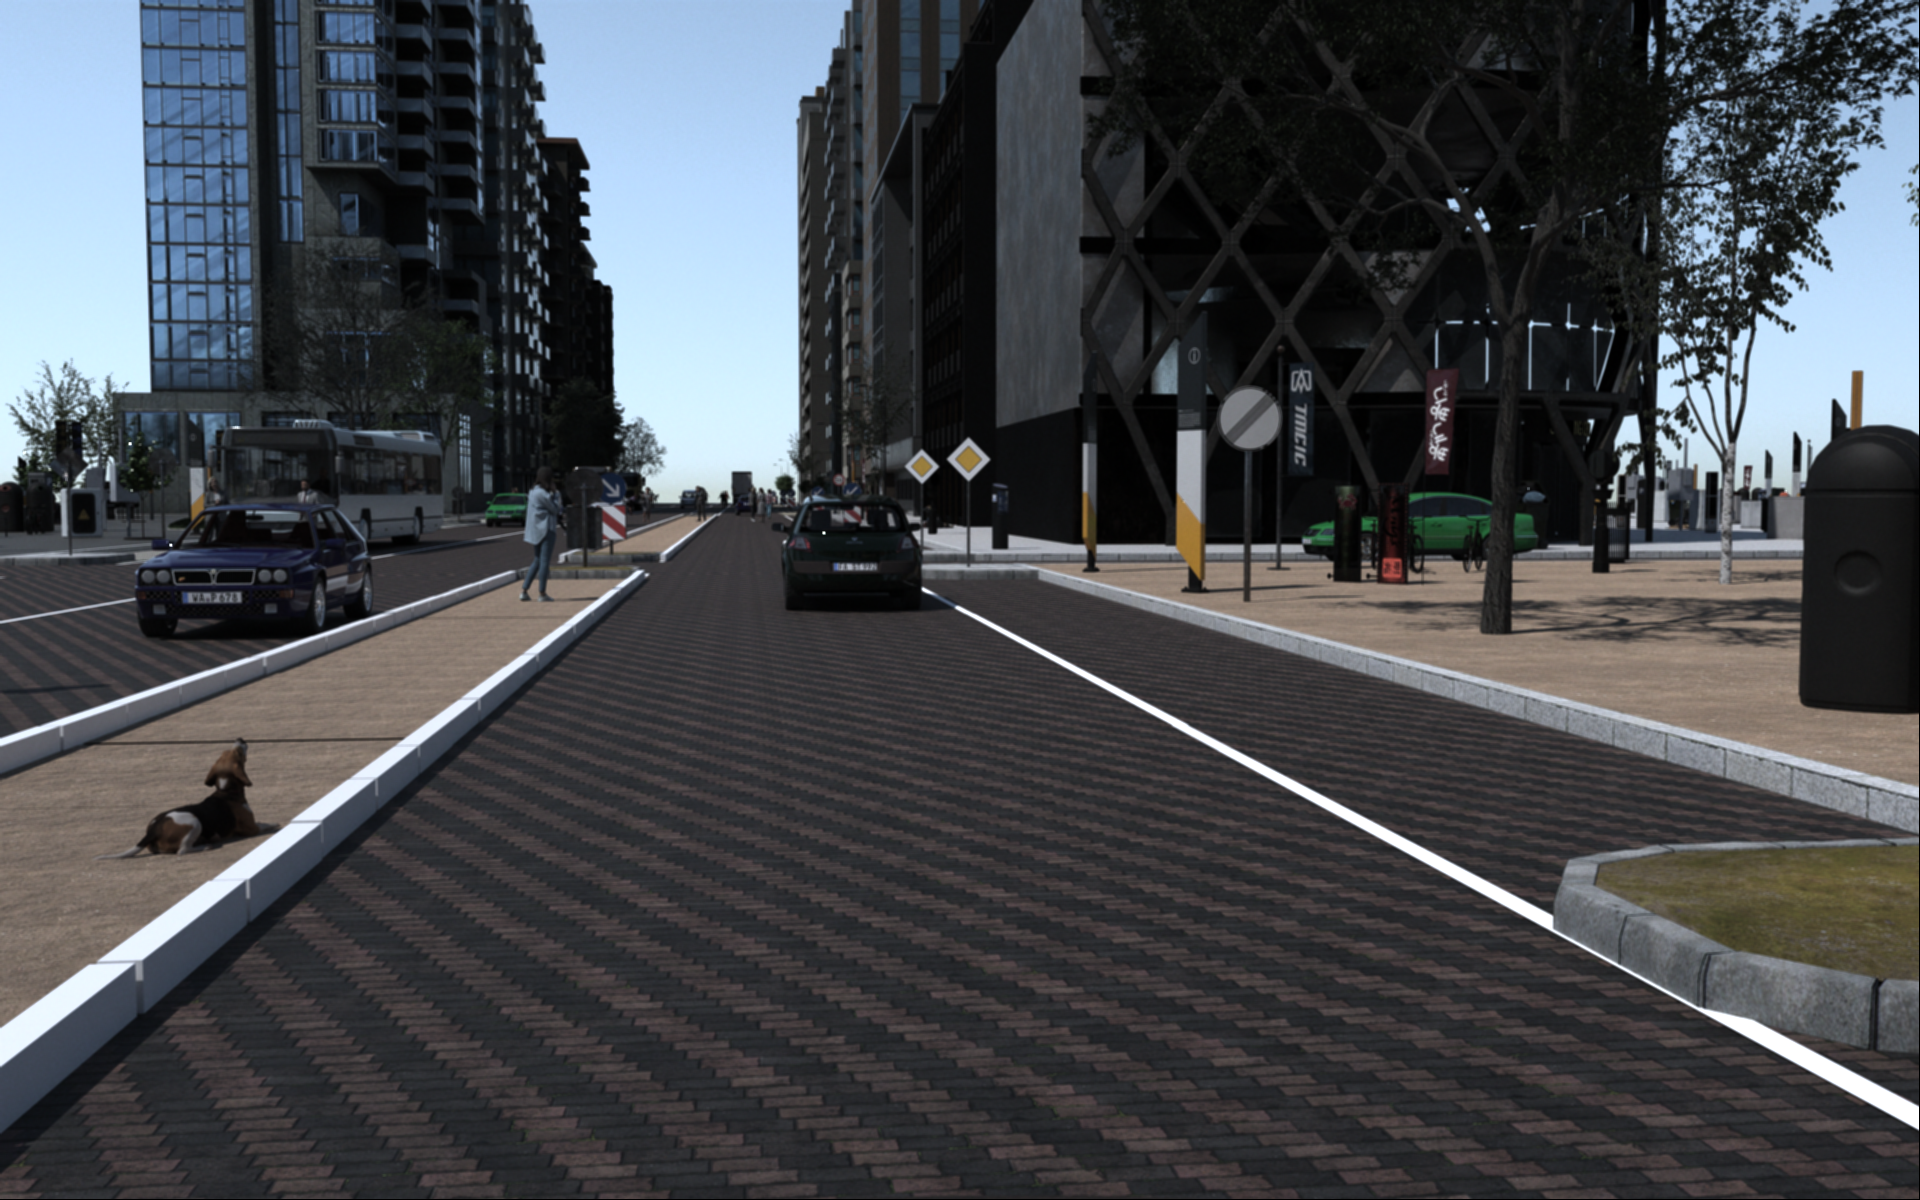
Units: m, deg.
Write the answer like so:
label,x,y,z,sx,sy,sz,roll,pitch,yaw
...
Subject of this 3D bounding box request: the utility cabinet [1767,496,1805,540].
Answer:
label,x,y,z,sx,sy,sz,roll,pitch,yaw
utility cabinet,23.449,-2.318,49.064,0.306,1.237,1.020,-3,5,-42

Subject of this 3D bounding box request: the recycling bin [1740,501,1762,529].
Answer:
label,x,y,z,sx,sy,sz,roll,pitch,yaw
recycling bin,29.683,-3.203,64.931,0.722,1.027,0.722,2,4,26

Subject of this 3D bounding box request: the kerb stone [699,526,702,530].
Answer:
label,x,y,z,sx,sy,sz,roll,pitch,yaw
kerb stone,-9.683,-2.543,63.781,0.120,0.150,1.000,0,4,-7

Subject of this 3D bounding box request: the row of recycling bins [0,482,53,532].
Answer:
label,x,y,z,sx,sy,sz,roll,pitch,yaw
row of recycling bins,-32.575,-3.140,58.448,3.534,1.692,1.069,-1,4,-16

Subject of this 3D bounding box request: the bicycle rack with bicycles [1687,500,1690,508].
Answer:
label,x,y,z,sx,sy,sz,roll,pitch,yaw
bicycle rack with bicycles,48.937,-6.296,116.320,2.852,0.926,2.925,-1,4,-17

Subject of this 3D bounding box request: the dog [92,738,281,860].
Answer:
label,x,y,z,sx,sy,sz,roll,pitch,yaw
dog,-3.160,0.802,7.077,0.748,0.427,0.550,-2,4,-27

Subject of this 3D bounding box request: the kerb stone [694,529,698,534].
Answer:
label,x,y,z,sx,sy,sz,roll,pitch,yaw
kerb stone,-9.049,-2.229,58.695,0.120,0.150,1.000,0,4,-7

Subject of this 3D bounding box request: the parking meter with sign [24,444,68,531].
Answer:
label,x,y,z,sx,sy,sz,roll,pitch,yaw
parking meter with sign,-32.111,-3.929,60.504,1.738,3.016,0.543,0,4,7

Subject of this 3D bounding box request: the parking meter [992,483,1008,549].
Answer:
label,x,y,z,sx,sy,sz,roll,pitch,yaw
parking meter,0.937,-1.950,40.296,0.372,1.533,0.369,0,3,0

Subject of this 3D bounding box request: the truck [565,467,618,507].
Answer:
label,x,y,z,sx,sy,sz,roll,pitch,yaw
truck,-26.226,-7.866,124.539,3.469,3.379,9.791,0,4,-7

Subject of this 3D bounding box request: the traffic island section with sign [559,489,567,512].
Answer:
label,x,y,z,sx,sy,sz,roll,pitch,yaw
traffic island section with sign,-30.927,-7.726,134.948,1.989,1.847,2.006,0,4,-7

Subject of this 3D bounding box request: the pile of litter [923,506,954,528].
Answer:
label,x,y,z,sx,sy,sz,roll,pitch,yaw
pile of litter,-0.963,-3.166,65.730,1.176,0.858,1.719,-2,4,-34

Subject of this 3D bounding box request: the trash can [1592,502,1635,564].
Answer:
label,x,y,z,sx,sy,sz,roll,pitch,yaw
trash can,12.110,-1.253,32.143,0.748,1.137,0.748,0,3,0

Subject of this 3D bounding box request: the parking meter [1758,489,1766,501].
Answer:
label,x,y,z,sx,sy,sz,roll,pitch,yaw
parking meter,41.194,-4.926,88.954,0.372,1.533,0.369,0,3,0

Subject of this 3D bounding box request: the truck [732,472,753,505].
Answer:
label,x,y,z,sx,sy,sz,roll,pitch,yaw
truck,-27.961,-14.280,222.385,2.839,4.237,11.283,0,4,-7

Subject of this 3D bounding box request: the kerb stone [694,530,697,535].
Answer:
label,x,y,z,sx,sy,sz,roll,pitch,yaw
kerb stone,-8.919,-2.170,57.672,0.120,0.150,1.000,0,4,-7

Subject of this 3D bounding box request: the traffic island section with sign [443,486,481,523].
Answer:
label,x,y,z,sx,sy,sz,roll,pitch,yaw
traffic island section with sign,-24.766,-4.704,85.535,1.989,1.847,2.006,0,4,-7

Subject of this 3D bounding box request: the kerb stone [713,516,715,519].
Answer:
label,x,y,z,sx,sy,sz,roll,pitch,yaw
kerb stone,-13.250,-4.285,92.265,0.120,0.150,1.000,0,4,-7

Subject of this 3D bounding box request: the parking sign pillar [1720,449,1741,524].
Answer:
label,x,y,z,sx,sy,sz,roll,pitch,yaw
parking sign pillar,33.017,-5.257,74.425,1.447,3.967,1.447,2,4,27

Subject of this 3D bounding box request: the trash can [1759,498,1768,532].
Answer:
label,x,y,z,sx,sy,sz,roll,pitch,yaw
trash can,27.262,-2.847,58.201,0.748,1.137,0.748,0,3,0

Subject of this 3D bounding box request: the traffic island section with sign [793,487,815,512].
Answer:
label,x,y,z,sx,sy,sz,roll,pitch,yaw
traffic island section with sign,-7.328,-4.840,87.769,1.989,1.847,2.006,0,4,-7

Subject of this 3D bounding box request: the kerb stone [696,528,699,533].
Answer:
label,x,y,z,sx,sy,sz,roll,pitch,yaw
kerb stone,-9.173,-2.294,59.709,0.120,0.150,1.000,0,4,-7

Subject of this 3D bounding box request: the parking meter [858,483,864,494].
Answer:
label,x,y,z,sx,sy,sz,roll,pitch,yaw
parking meter,-5.006,-4.943,86.535,0.399,1.863,0.255,0,4,5

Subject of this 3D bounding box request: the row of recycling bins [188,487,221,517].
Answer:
label,x,y,z,sx,sy,sz,roll,pitch,yaw
row of recycling bins,-41.814,-5.470,96.547,3.534,1.692,1.069,3,4,37

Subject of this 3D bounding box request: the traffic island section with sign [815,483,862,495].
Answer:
label,x,y,z,sx,sy,sz,roll,pitch,yaw
traffic island section with sign,-3.919,-3.171,60.466,1.989,1.847,2.006,0,4,-7

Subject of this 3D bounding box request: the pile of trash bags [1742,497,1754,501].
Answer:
label,x,y,z,sx,sy,sz,roll,pitch,yaw
pile of trash bags,43.192,-5.386,97.819,3.447,1.369,1.912,2,4,29

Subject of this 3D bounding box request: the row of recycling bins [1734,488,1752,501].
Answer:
label,x,y,z,sx,sy,sz,roll,pitch,yaw
row of recycling bins,51.346,-6.440,112.411,3.534,1.692,1.069,2,4,35

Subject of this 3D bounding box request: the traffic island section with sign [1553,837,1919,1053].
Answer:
label,x,y,z,sx,sy,sz,roll,pitch,yaw
traffic island section with sign,2.983,0.202,5.325,1.989,1.847,2.006,0,4,-7

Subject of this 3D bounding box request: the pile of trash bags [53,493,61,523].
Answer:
label,x,y,z,sx,sy,sz,roll,pitch,yaw
pile of trash bags,-39.810,-4.124,77.178,1.912,1.369,3.447,0,4,1

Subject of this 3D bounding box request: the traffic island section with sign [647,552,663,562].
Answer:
label,x,y,z,sx,sy,sz,roll,pitch,yaw
traffic island section with sign,-7.433,-1.776,37.173,2.006,1.907,1.989,0,4,-7

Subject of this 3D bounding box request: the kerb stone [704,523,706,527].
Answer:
label,x,y,z,sx,sy,sz,roll,pitch,yaw
kerb stone,-10.578,-2.979,70.899,0.120,0.150,1.000,0,4,-7

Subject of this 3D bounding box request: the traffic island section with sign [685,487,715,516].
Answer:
label,x,y,z,sx,sy,sz,roll,pitch,yaw
traffic island section with sign,-16.755,-6.336,111.733,2.006,1.907,1.989,0,4,-7

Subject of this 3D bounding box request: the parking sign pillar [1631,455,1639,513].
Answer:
label,x,y,z,sx,sy,sz,roll,pitch,yaw
parking sign pillar,46.082,-7.952,118.489,1.447,3.967,1.447,1,4,13

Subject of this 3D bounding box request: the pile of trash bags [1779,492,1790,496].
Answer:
label,x,y,z,sx,sy,sz,roll,pitch,yaw
pile of trash bags,39.349,-4.431,82.195,1.912,1.369,3.447,2,4,33

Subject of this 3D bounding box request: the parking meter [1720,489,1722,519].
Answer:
label,x,y,z,sx,sy,sz,roll,pitch,yaw
parking meter,38.393,-4.827,87.336,0.372,1.533,0.369,0,3,0

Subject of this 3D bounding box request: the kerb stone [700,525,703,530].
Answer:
label,x,y,z,sx,sy,sz,roll,pitch,yaw
kerb stone,-9.941,-2.666,65.813,0.120,0.150,1.000,0,4,-7

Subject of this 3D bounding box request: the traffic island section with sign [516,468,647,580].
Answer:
label,x,y,z,sx,sy,sz,roll,pitch,yaw
traffic island section with sign,-6.524,-1.326,29.821,2.006,1.907,1.989,0,4,-7

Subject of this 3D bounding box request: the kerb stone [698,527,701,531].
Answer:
label,x,y,z,sx,sy,sz,roll,pitch,yaw
kerb stone,-9.559,-2.481,62.765,0.120,0.150,1.000,0,4,-7

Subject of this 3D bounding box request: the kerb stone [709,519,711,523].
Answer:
label,x,y,z,sx,sy,sz,roll,pitch,yaw
kerb stone,-11.849,-3.602,81.094,0.120,0.150,1.000,0,4,-7

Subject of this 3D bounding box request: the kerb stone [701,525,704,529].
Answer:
label,x,y,z,sx,sy,sz,roll,pitch,yaw
kerb stone,-10.065,-2.730,66.827,0.120,0.150,1.000,0,4,-7

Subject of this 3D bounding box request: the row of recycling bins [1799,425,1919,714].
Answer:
label,x,y,z,sx,sy,sz,roll,pitch,yaw
row of recycling bins,6.148,-0.131,9.249,1.069,1.692,3.534,-2,4,-29

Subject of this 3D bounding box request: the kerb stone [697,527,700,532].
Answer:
label,x,y,z,sx,sy,sz,roll,pitch,yaw
kerb stone,-9.440,-2.419,61.746,0.120,0.150,1.000,0,4,-7

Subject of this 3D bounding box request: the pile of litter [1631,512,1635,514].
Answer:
label,x,y,z,sx,sy,sz,roll,pitch,yaw
pile of litter,44.886,-6.105,113.789,1.719,0.858,1.176,0,4,-7

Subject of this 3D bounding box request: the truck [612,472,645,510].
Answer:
label,x,y,z,sx,sy,sz,roll,pitch,yaw
truck,-29.639,-9.664,153.922,3.469,3.379,9.791,-1,4,-9

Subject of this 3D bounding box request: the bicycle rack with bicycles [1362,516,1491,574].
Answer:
label,x,y,z,sx,sy,sz,roll,pitch,yaw
bicycle rack with bicycles,7.891,-0.953,28.971,2.852,0.926,2.925,1,4,18

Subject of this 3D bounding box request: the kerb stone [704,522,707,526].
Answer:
label,x,y,z,sx,sy,sz,roll,pitch,yaw
kerb stone,-10.700,-3.041,71.919,0.120,0.150,1.000,0,4,-7

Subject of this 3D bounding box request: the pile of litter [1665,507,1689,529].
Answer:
label,x,y,z,sx,sy,sz,roll,pitch,yaw
pile of litter,26.949,-3.047,63.783,1.719,0.858,1.176,3,4,38

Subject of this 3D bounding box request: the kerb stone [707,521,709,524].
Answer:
label,x,y,z,sx,sy,sz,roll,pitch,yaw
kerb stone,-11.208,-3.288,75.986,0.120,0.150,1.000,0,4,-7

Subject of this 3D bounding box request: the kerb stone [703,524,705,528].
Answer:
label,x,y,z,sx,sy,sz,roll,pitch,yaw
kerb stone,-10.326,-2.852,68.866,0.120,0.150,1.000,0,4,-7

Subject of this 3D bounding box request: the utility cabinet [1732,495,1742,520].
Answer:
label,x,y,z,sx,sy,sz,roll,pitch,yaw
utility cabinet,36.505,-4.336,82.049,0.306,1.237,1.020,-2,4,-23

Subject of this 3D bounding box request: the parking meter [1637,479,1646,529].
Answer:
label,x,y,z,sx,sy,sz,roll,pitch,yaw
parking meter,25.178,-3.556,63.844,0.255,1.863,0.399,-2,4,-32

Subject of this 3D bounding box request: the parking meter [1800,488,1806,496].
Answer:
label,x,y,z,sx,sy,sz,roll,pitch,yaw
parking meter,32.960,-3.639,67.915,0.372,1.533,0.369,0,3,0
